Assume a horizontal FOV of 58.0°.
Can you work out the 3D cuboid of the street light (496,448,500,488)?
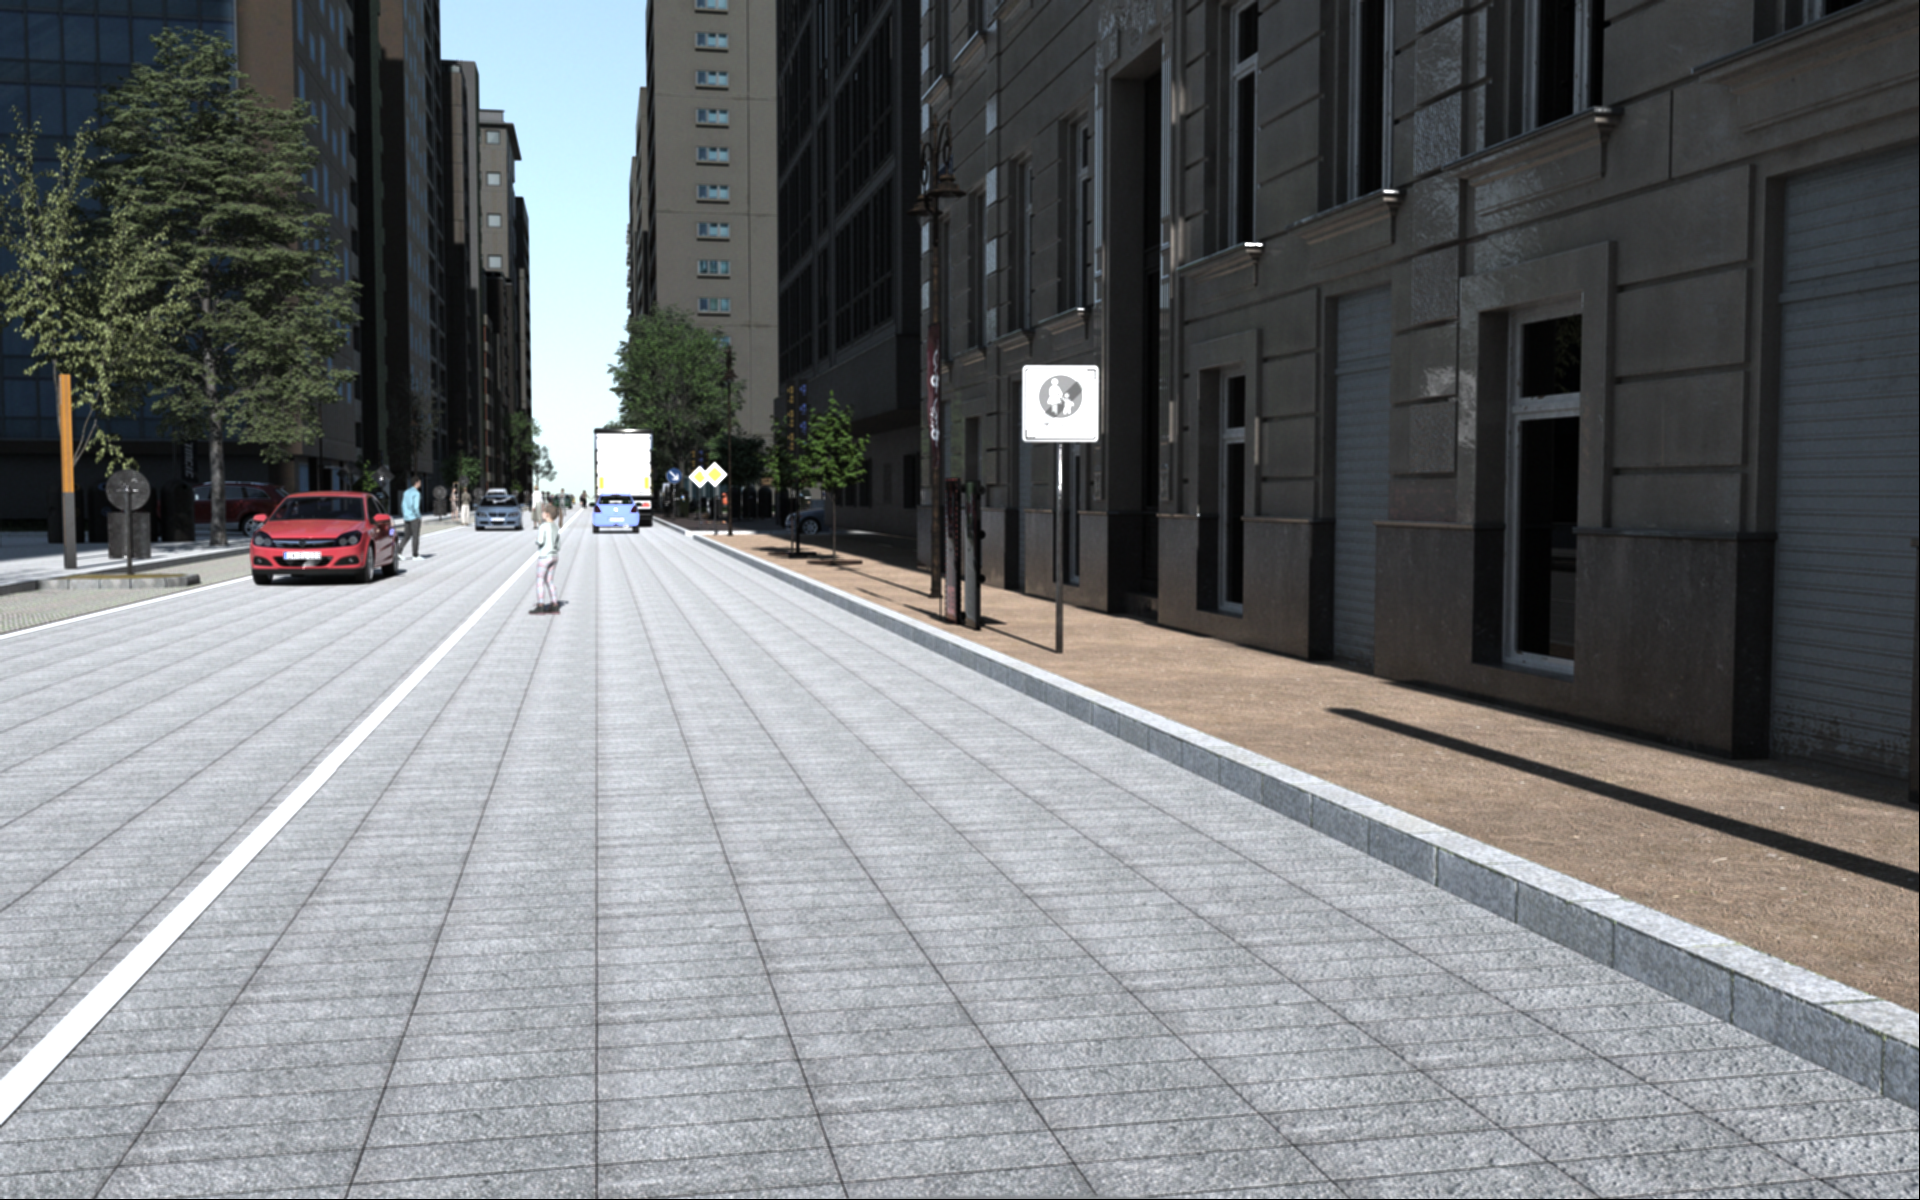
[{"bbox_3d":[-44.050,-11.779,165.374,0.468,5.910,1.993,-1,4,-12],"label":"street light"}]

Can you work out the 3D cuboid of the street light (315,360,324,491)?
[{"bbox_3d":[-21.834,-5.283,59.159,0.468,5.910,1.993,-1,4,-12],"label":"street light"}]

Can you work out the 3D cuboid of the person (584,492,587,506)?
[{"bbox_3d":[-44.045,-11.870,203.504,0.436,1.711,0.756,-1,4,-18],"label":"person"}]

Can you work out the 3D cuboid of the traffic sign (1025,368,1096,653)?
[{"bbox_3d":[0.799,-0.719,13.891,0.606,2.300,0.079,0,4,-2],"label":"traffic sign"}]

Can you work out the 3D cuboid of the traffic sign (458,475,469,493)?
[{"bbox_3d":[-33.804,-7.210,117.988,0.768,2.556,0.104,-1,4,-10],"label":"traffic sign"}]

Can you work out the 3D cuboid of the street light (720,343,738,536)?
[{"bbox_3d":[-7.069,-4.915,53.141,0.468,5.910,1.993,-1,4,-12],"label":"street light"}]

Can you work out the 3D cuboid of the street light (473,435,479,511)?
[{"bbox_3d":[-37.544,-9.880,134.325,0.468,5.910,1.993,-1,4,-12],"label":"street light"}]

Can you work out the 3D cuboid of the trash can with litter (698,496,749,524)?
[{"bbox_3d":[-10.689,-3.972,75.999,1.678,1.210,2.233,-3,4,-38],"label":"trash can with litter"}]

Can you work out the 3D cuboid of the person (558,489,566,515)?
[{"bbox_3d":[-26.734,-6.583,116.320,0.511,1.800,0.466,0,4,-3],"label":"person"}]

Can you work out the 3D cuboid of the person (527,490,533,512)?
[{"bbox_3d":[-34.699,-8.020,140.344,1.217,1.735,0.721,3,5,40],"label":"person"}]

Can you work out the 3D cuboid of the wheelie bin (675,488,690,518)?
[{"bbox_3d":[-15.011,-5.249,93.727,0.693,1.594,0.980,-2,4,-34],"label":"wheelie bin"}]

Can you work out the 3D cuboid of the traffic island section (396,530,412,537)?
[{"bbox_3d":[-19.776,-2.269,59.382,2.009,0.180,2.903,-1,4,-12],"label":"traffic island section"}]

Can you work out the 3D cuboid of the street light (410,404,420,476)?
[{"bbox_3d":[-28.158,-7.143,89.569,0.468,5.910,1.993,-1,4,-12],"label":"street light"}]

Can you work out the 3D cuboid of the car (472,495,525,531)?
[{"bbox_3d":[-18.394,-3.495,69.150,2.014,1.417,4.499,-1,4,-13],"label":"car"}]

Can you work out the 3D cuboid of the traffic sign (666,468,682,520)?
[{"bbox_3d":[-13.890,-5.143,84.191,0.768,2.556,0.104,-1,4,-10],"label":"traffic sign"}]

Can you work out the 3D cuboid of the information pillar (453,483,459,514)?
[{"bbox_3d":[-32.131,-6.477,110.385,0.304,2.012,0.304,-2,4,-26],"label":"information pillar"}]

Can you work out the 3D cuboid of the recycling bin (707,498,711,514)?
[{"bbox_3d":[-15.621,-5.965,110.084,0.722,1.027,0.722,1,4,20],"label":"recycling bin"}]

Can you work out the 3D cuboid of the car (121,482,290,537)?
[{"bbox_3d":[-23.615,-2.811,54.628,5.304,1.827,2.281,-1,4,-10],"label":"car"}]

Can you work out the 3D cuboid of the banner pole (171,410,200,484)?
[{"bbox_3d":[-22.635,-3.699,50.490,0.863,3.779,0.401,-2,4,-29],"label":"banner pole"}]

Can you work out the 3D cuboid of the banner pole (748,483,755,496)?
[{"bbox_3d":[-11.038,-6.202,91.428,0.401,3.779,0.863,2,4,28],"label":"banner pole"}]

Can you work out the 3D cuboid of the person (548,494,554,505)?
[{"bbox_3d":[-41.171,-9.956,174.505,0.697,1.427,0.421,3,5,41],"label":"person"}]

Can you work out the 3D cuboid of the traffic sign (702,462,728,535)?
[{"bbox_3d":[-7.595,-3.061,53.685,0.795,2.450,0.064,-1,4,-12],"label":"traffic sign"}]

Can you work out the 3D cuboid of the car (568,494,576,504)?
[{"bbox_3d":[-55.464,-14.388,245.463,2.015,1.641,3.980,-1,4,-12],"label":"car"}]

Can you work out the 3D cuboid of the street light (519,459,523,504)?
[{"bbox_3d":[-54.590,-14.838,215.386,0.468,5.910,1.993,-1,4,-12],"label":"street light"}]

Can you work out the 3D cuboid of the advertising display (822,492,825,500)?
[{"bbox_3d":[-7.519,-5.775,99.633,0.974,1.923,0.123,-3,4,-38],"label":"advertising display"}]

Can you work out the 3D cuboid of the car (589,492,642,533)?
[{"bbox_3d":[-12.802,-3.352,64.397,1.945,1.707,3.694,-1,4,-12],"label":"car"}]

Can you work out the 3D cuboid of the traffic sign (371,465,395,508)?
[{"bbox_3d":[-19.755,-3.406,59.325,0.795,2.450,0.064,-1,4,-12],"label":"traffic sign"}]

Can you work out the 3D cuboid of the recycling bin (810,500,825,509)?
[{"bbox_3d":[-6.496,-4.117,79.866,0.722,1.027,0.722,-1,4,-15],"label":"recycling bin"}]

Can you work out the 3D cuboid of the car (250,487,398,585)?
[{"bbox_3d":[-10.540,-1.213,28.878,2.155,1.783,4.494,-1,4,-10],"label":"car"}]

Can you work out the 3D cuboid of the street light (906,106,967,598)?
[{"bbox_3d":[-0.300,-2.961,21.199,0.468,5.910,1.993,-1,4,-12],"label":"street light"}]

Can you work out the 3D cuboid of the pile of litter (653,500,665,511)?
[{"bbox_3d":[-23.310,-7.261,132.675,1.719,0.858,1.176,1,4,14],"label":"pile of litter"}]

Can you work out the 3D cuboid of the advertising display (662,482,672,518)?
[{"bbox_3d":[-15.586,-5.320,92.198,0.123,1.923,0.974,-2,4,-35],"label":"advertising display"}]

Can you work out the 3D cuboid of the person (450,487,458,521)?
[{"bbox_3d":[-24.812,-4.665,85.105,0.374,1.781,0.599,-3,4,-36],"label":"person"}]

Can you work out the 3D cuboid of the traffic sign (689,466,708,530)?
[{"bbox_3d":[-9.234,-3.539,61.501,0.795,2.450,0.064,-1,4,-12],"label":"traffic sign"}]

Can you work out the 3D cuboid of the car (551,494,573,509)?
[{"bbox_3d":[-38.773,-9.601,168.775,2.131,1.459,4.920,-1,4,-11],"label":"car"}]

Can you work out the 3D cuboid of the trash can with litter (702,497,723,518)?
[{"bbox_3d":[-13.088,-4.892,91.370,0.624,1.170,1.055,3,4,37],"label":"trash can with litter"}]

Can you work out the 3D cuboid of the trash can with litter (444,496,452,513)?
[{"bbox_3d":[-34.902,-6.537,118.260,0.624,1.170,1.055,0,4,-7],"label":"trash can with litter"}]

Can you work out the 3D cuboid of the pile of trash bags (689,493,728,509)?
[{"bbox_3d":[-18.677,-7.350,129.928,1.912,1.369,3.447,3,5,39],"label":"pile of trash bags"}]

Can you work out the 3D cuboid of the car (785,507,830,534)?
[{"bbox_3d":[-3.751,-2.904,59.477,4.499,1.417,2.014,-1,4,-11],"label":"car"}]

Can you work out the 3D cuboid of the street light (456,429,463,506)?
[{"bbox_3d":[-34.575,-9.001,119.959,0.468,5.910,1.993,-1,4,-12],"label":"street light"}]

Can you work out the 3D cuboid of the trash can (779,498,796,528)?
[{"bbox_3d":[-6.543,-3.322,65.966,0.748,1.137,0.748,0,3,0],"label":"trash can"}]

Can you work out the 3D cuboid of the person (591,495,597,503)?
[{"bbox_3d":[-33.297,-9.194,158.803,0.705,1.826,1.348,2,4,25],"label":"person"}]

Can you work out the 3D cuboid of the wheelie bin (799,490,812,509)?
[{"bbox_3d":[-10.979,-7.010,122.525,0.980,1.594,0.693,-3,5,-40],"label":"wheelie bin"}]

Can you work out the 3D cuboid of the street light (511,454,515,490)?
[{"bbox_3d":[-50.606,-13.673,196.342,0.468,5.910,1.993,-1,4,-12],"label":"street light"}]

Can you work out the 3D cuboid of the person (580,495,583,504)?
[{"bbox_3d":[-43.514,-11.466,199.209,0.421,1.427,0.697,0,4,3],"label":"person"}]

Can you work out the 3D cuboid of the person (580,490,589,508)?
[{"bbox_3d":[-38.409,-10.317,177.200,1.348,1.823,0.705,2,4,26],"label":"person"}]

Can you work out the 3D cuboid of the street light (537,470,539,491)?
[{"bbox_3d":[-67.301,-18.566,276.348,0.468,5.910,1.993,-1,4,-12],"label":"street light"}]

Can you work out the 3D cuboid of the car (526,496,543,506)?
[{"bbox_3d":[-48.790,-11.422,198.754,2.014,1.417,4.499,-1,4,-10],"label":"car"}]

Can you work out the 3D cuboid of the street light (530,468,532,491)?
[{"bbox_3d":[-60.907,-16.707,245.953,0.468,5.910,1.993,-1,4,-12],"label":"street light"}]

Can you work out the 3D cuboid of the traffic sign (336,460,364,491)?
[{"bbox_3d":[-18.116,-2.928,51.509,0.795,2.450,0.064,-1,4,-12],"label":"traffic sign"}]

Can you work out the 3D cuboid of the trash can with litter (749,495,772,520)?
[{"bbox_3d":[-10.428,-4.681,87.592,1.678,1.210,2.233,-3,5,-43],"label":"trash can with litter"}]

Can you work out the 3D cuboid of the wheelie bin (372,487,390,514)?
[{"bbox_3d":[-26.667,-4.390,79.689,0.693,1.594,0.980,-3,4,-37],"label":"wheelie bin"}]

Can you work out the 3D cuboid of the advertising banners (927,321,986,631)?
[{"bbox_3d":[-0.064,-1.278,17.087,0.090,3.025,2.074,-1,4,-14],"label":"advertising banners"}]

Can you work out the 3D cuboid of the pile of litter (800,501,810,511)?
[{"bbox_3d":[-9.404,-5.664,106.571,1.719,0.858,1.176,2,4,30],"label":"pile of litter"}]
